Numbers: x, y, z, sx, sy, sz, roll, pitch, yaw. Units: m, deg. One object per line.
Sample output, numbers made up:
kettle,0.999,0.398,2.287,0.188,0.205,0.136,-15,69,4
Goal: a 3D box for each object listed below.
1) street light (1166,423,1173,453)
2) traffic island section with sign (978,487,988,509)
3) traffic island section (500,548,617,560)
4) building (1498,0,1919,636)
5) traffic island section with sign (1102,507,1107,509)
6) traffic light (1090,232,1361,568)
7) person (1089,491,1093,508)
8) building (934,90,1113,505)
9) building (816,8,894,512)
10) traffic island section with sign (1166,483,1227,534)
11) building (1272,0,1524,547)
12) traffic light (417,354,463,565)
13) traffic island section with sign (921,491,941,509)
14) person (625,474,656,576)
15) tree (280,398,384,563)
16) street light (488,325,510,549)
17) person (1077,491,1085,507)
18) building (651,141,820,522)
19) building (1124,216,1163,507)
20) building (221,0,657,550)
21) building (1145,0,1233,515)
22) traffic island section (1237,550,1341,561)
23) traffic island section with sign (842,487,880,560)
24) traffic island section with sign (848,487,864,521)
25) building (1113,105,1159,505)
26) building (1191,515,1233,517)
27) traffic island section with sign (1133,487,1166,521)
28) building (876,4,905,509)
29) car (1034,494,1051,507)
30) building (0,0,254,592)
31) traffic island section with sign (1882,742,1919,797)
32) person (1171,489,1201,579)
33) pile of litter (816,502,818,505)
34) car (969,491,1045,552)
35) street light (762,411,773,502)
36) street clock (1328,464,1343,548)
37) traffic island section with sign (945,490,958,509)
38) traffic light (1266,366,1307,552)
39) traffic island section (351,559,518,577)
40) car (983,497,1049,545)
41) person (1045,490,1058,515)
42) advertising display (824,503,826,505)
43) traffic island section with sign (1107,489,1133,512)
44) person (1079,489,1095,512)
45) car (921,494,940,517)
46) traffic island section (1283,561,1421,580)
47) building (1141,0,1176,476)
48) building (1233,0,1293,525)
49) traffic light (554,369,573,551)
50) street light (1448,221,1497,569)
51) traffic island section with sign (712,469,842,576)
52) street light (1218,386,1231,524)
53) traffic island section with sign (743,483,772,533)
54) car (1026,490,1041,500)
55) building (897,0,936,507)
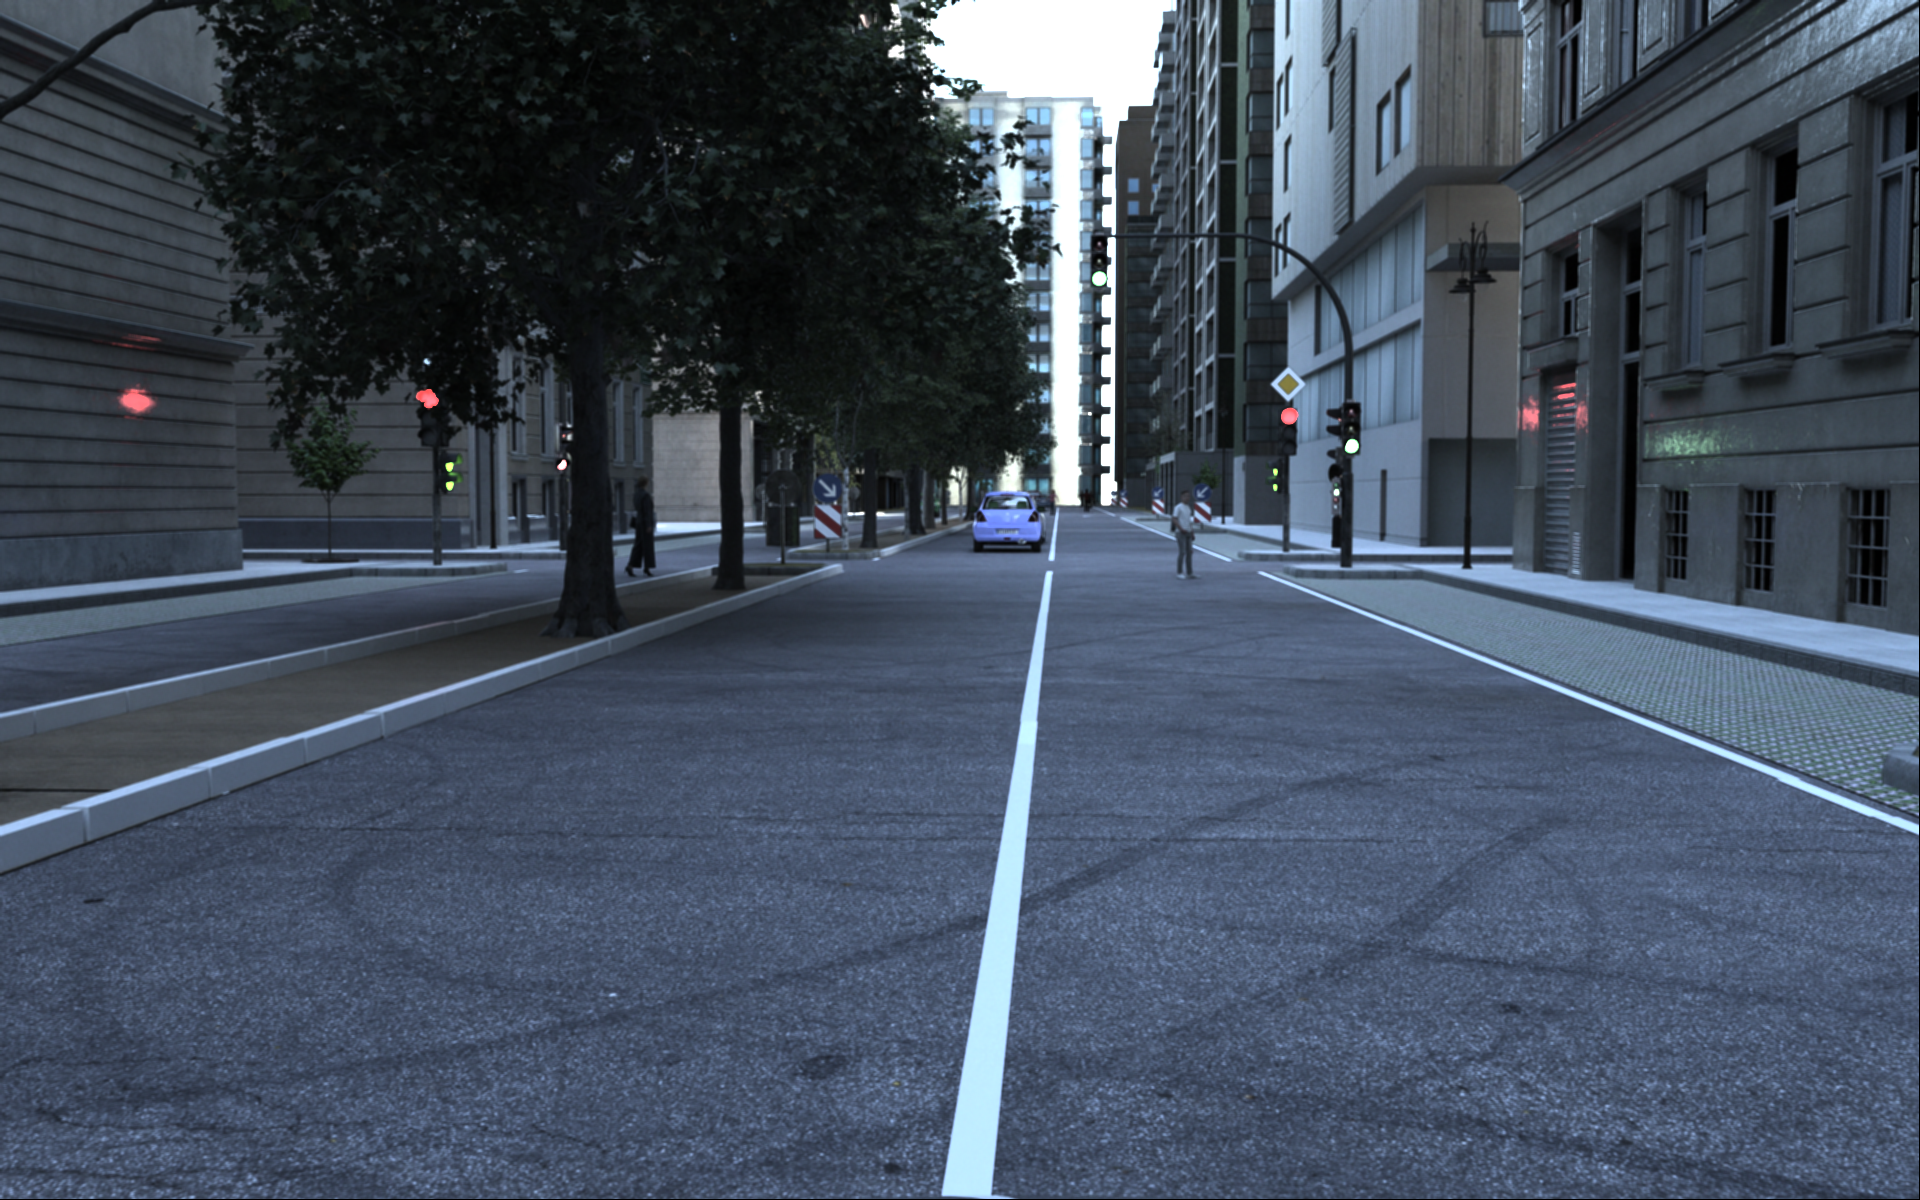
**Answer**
street light,13.554,-8.525,112.174,0.468,5.910,1.993,0,4,3
traffic island section with sign,1.462,-6.447,113.543,2.006,1.907,1.989,0,4,3
traffic island section,-8.984,-1.036,39.224,2.009,0.180,2.903,0,4,3
building,15.892,-11.075,14.365,16.112,22.955,30.059,0,4,3
traffic island section with sign,14.664,-9.689,167.047,1.989,1.847,2.006,0,4,3
traffic light,4.638,-3.395,30.184,4.771,5.953,1.251,0,4,3
person,12.952,-10.016,172.970,0.721,1.735,1.217,3,5,41
building,2.915,-35.997,208.157,30.456,49.044,23.786,0,4,3
building,-16.677,-28.996,128.708,22.147,44.769,28.867,0,4,3
traffic island section with sign,8.691,-3.346,63.342,1.989,1.847,2.006,0,4,3
building,23.987,-28.218,50.611,27.495,52.752,28.713,0,4,3
traffic light,-9.404,-2.581,31.116,0.839,4.253,0.868,0,4,3
traffic island section with sign,-2.795,-8.084,140.797,1.989,1.847,2.006,0,4,3
person,-5.531,-1.299,30.156,0.576,1.772,0.534,2,4,28
tree,-12.001,-2.324,32.595,1.663,3.219,1.824,0,3,0
street light,-10.943,-4.138,40.445,0.468,5.910,1.993,0,4,3
person,13.584,-11.296,193.215,0.705,1.821,1.348,-2,4,-32
building,-13.734,-13.975,79.399,10.553,20.767,40.483,0,4,3
building,24.186,-25.049,181.247,14.160,30.474,14.107,0,4,3
building,-17.141,-16.095,49.059,13.634,28.700,20.117,0,4,3
building,25.095,-42.410,131.650,20.563,71.187,20.611,0,4,3
traffic island section,7.230,-0.979,38.289,2.009,0.180,2.903,0,4,3
traffic island section with sign,-2.852,-1.859,38.528,2.006,1.907,1.989,0,4,3
traffic island section with sign,-5.616,-5.100,92.017,1.989,1.847,2.006,0,4,3
building,25.307,-33.782,202.449,14.200,45.320,14.600,0,4,3
building,22.716,-40.529,100.906,20.563,71.187,20.611,0,4,3
traffic island section with sign,10.304,-5.066,91.463,1.989,1.847,2.006,0,4,3
building,-12.345,-30.584,150.152,14.600,45.320,14.200,0,4,3
car,7.979,-9.320,164.379,2.014,1.417,4.499,0,4,3
building,-29.364,-12.562,24.467,34.723,24.649,14.460,0,4,3
traffic island section with sign,5.499,0.040,7.976,1.989,1.847,2.006,0,4,3
person,3.810,-1.112,29.278,0.523,1.515,0.503,1,4,13
pile of litter,-9.265,-5.863,109.817,1.719,0.858,1.176,1,4,14
car,1.197,-2.097,43.874,1.945,1.707,3.694,0,4,1
street light,-8.731,-6.483,78.793,0.468,5.910,1.993,0,4,3
street clock,9.011,-2.249,41.344,0.358,2.002,0.471,-1,4,-22
traffic island section with sign,-1.192,-9.789,168.679,1.989,1.847,2.006,0,4,3
traffic light,7.191,-3.013,38.177,0.839,4.253,0.868,0,4,3
traffic island section,-9.443,-0.549,31.253,2.009,0.180,2.903,0,4,3
car,1.538,-2.339,50.612,2.083,1.381,4.827,0,4,4
person,6.202,-6.588,116.935,1.217,1.743,0.721,3,5,45
advertising display,-7.302,-5.453,94.373,0.123,1.923,0.974,-1,4,-11
traffic island section with sign,13.100,-8.038,140.047,1.989,1.847,2.006,0,4,3
person,10.109,-7.919,137.935,1.348,1.831,0.705,2,4,26
car,-2.178,-6.032,107.425,1.959,1.807,4.718,0,4,2
traffic island section,6.771,-0.491,30.317,2.009,0.180,2.903,0,4,3
building,28.974,-32.927,157.967,23.786,49.044,30.456,0,4,3
building,19.154,-18.673,76.999,14.160,30.474,14.107,0,4,3
traffic light,-6.851,-3.935,39.003,4.771,5.953,1.251,0,4,3
street light,8.721,-3.475,29.611,0.468,5.910,1.993,0,4,3
traffic island section with sign,-3.288,-1.407,31.133,2.006,1.907,1.989,0,4,3
street light,11.287,-6.195,74.076,0.468,5.910,1.993,0,4,3
traffic island section with sign,-7.231,-3.372,63.768,1.989,1.847,2.006,0,4,3
car,7.694,-10.558,181.299,2.281,1.827,5.304,0,4,2
building,-13.578,-45.357,179.845,20.611,71.187,20.563,0,4,3
